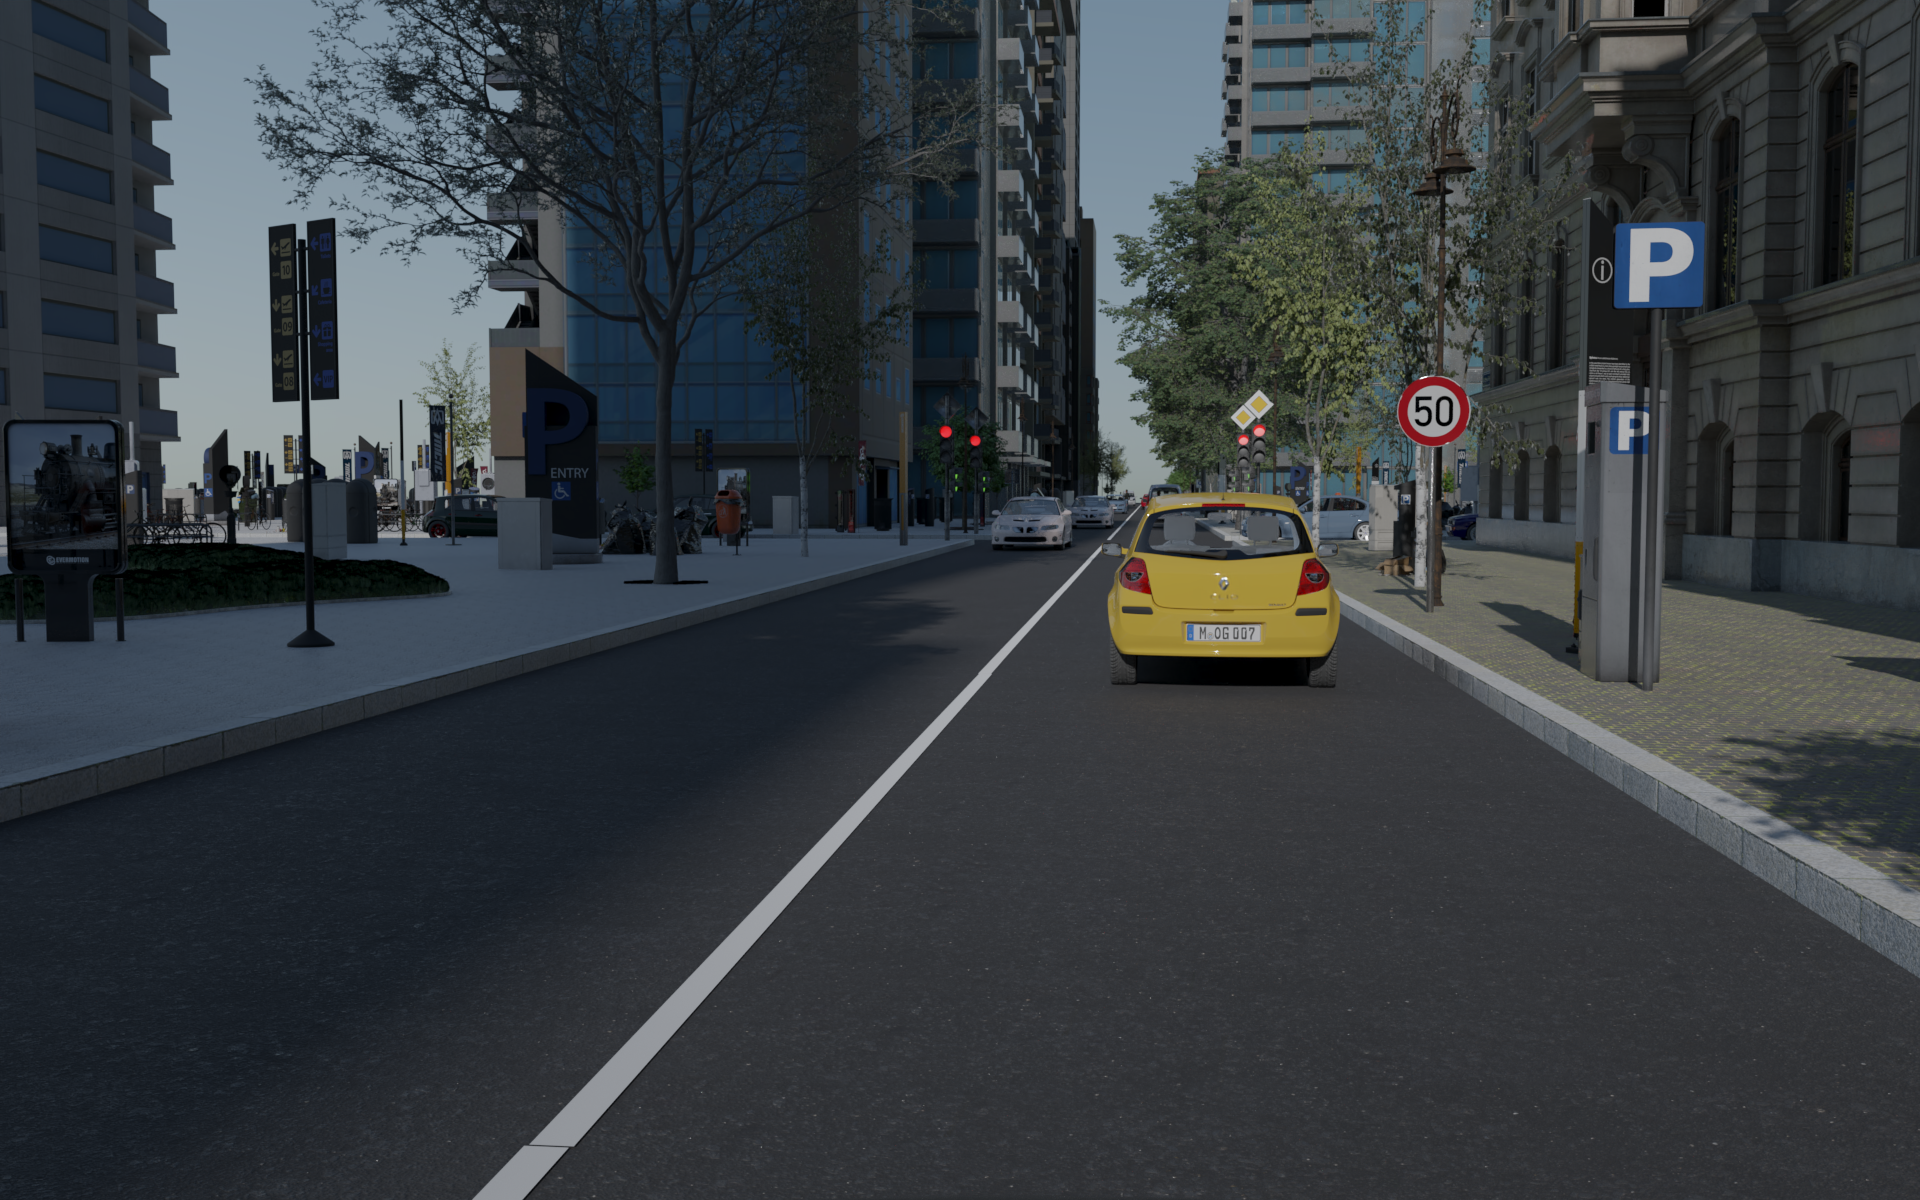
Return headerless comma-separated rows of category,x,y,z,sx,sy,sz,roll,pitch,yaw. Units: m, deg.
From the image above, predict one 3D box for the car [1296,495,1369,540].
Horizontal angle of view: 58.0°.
car,10.514,-2.369,50.741,4.499,1.417,2.014,0,4,7

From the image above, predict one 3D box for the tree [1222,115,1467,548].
tree,7.407,-5.154,34.636,4.737,8.622,4.395,0,3,0

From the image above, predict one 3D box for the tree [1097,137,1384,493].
tree,10.078,-9.483,61.699,9.857,13.997,8.962,0,3,0

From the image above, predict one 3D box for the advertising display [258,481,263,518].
advertising display,-34.996,-4.982,86.674,0.123,1.923,0.974,-1,4,-19

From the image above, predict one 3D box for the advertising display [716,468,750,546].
advertising display,-5.586,-2.293,42.706,0.974,1.923,0.123,2,4,32

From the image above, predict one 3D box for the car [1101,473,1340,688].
car,2.148,-0.251,14.320,2.015,1.641,3.980,0,4,8

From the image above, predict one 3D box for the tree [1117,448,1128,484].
tree,23.932,-19.530,269.673,4.737,8.622,4.395,0,3,0

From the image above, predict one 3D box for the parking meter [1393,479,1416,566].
parking meter,7.685,-1.317,29.952,0.372,1.533,0.369,0,3,0

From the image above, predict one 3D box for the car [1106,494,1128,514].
car,11.196,-6.943,125.526,2.014,1.417,4.499,0,4,8

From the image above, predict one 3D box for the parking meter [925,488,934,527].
parking meter,-1.206,-3.672,68.450,0.372,1.533,0.369,0,3,0

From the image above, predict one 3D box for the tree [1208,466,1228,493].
tree,19.140,-11.104,131.917,4.360,8.622,3.978,0,3,0

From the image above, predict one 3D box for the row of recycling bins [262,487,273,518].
row of recycling bins,-37.984,-5.456,96.311,1.069,1.692,3.534,0,4,-6

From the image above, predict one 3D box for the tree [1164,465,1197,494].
tree,25.060,-12.910,194.793,4.285,4.588,4.351,0,3,0

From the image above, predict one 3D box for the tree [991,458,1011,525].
tree,1.005,-4.791,72.934,1.663,3.219,1.824,0,3,0

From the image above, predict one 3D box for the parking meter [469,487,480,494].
parking meter,-17.062,-3.209,60.877,0.372,1.533,0.369,0,3,0

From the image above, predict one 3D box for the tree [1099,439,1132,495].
tree,24.848,-21.606,287.662,8.767,10.594,7.601,3,5,42

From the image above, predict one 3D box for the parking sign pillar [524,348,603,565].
parking sign pillar,-7.372,-2.666,32.060,1.447,3.967,1.447,0,4,-5

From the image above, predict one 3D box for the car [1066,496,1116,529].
car,5.521,-3.705,72.931,2.083,1.381,4.827,0,4,7

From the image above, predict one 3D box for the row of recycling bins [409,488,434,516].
row of recycling bins,-31.419,-5.750,101.128,1.069,1.692,3.534,-2,4,-31

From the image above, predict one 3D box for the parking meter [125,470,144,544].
parking meter,-20.371,-2.261,42.673,0.399,1.863,0.255,0,4,8

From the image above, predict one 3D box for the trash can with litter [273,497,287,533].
trash can with litter,-22.210,-2.905,58.553,2.233,1.210,1.678,-1,4,-15

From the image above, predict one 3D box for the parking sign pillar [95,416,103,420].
parking sign pillar,-30.183,-4.389,60.231,1.447,3.967,1.447,1,4,22

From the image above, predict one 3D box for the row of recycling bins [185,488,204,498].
row of recycling bins,-54.399,-7.126,123.625,1.069,1.692,3.534,0,4,4

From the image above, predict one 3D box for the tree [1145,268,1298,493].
tree,12.752,-10.279,86.192,7.486,12.596,7.792,0,3,0

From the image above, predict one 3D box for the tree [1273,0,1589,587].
tree,6.340,-4.477,23.556,4.360,8.622,3.978,0,3,0

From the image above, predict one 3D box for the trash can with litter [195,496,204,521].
trash can with litter,-34.691,-4.169,79.221,2.233,1.210,1.678,1,4,9

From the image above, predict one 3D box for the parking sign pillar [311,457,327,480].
parking sign pillar,-42.878,-7.767,115.456,1.447,3.967,1.447,-3,5,-39

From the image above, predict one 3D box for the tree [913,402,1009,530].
tree,0.063,-4.778,61.833,4.285,4.588,4.351,0,3,0

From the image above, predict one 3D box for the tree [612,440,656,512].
tree,-11.401,-4.086,61.413,1.663,3.219,1.824,0,3,0

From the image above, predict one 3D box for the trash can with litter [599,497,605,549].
trash can with litter,-8.384,-1.828,40.938,1.678,1.210,2.233,0,4,-7

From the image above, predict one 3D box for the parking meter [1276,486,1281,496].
parking meter,21.403,-6.781,116.579,0.399,1.863,0.255,-1,4,-13

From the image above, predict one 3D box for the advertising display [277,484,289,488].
advertising display,-42.716,-6.386,109.622,0.974,1.923,0.123,0,4,-4

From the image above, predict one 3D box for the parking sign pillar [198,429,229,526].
parking sign pillar,-30.554,-5.056,71.134,1.447,3.967,1.447,0,4,5

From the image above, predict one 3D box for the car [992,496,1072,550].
car,1.940,-2.039,45.698,2.083,1.381,4.827,0,4,8

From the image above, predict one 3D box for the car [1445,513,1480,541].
car,15.964,-2.267,49.640,3.894,1.354,1.945,1,4,8

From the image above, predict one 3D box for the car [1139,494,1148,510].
car,17.635,-9.225,159.873,2.155,1.783,4.494,0,4,7

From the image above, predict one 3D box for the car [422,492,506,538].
car,-14.145,-2.607,52.415,4.222,1.686,2.009,0,4,5

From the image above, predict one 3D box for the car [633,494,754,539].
car,-8.483,-2.677,53.550,4.222,1.686,2.009,0,4,8

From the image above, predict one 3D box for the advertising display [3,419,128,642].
advertising display,-7.748,-0.600,15.027,0.974,1.923,0.123,0,4,-3

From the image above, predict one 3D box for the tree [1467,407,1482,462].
tree,37.246,-10.486,121.805,4.737,8.622,4.395,0,3,0

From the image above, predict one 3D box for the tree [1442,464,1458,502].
tree,31.037,-7.047,109.811,1.663,3.219,1.824,0,3,0

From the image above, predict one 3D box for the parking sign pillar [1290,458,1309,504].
parking sign pillar,23.717,-8.107,121.018,1.447,3.967,1.447,3,5,39

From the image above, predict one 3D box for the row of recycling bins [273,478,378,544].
row of recycling bins,-16.633,-2.364,45.762,3.534,1.692,1.069,3,4,39

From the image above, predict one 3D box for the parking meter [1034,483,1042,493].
parking meter,4.162,-5.336,92.951,0.399,1.863,0.255,2,4,28

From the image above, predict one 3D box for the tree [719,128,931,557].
tree,-2.990,-5.178,35.023,4.360,8.622,3.978,0,3,0

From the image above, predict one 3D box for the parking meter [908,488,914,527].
parking meter,-1.994,-3.681,68.598,0.372,1.533,0.369,0,3,0

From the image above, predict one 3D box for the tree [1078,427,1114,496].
tree,14.781,-14.598,189.039,4.360,8.622,3.978,0,3,0

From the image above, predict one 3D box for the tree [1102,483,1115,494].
tree,21.640,-15.936,255.147,1.663,3.219,1.824,0,3,0

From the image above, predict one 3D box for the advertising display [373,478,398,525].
advertising display,-23.732,-4.061,71.603,0.974,1.923,0.123,-2,4,-28

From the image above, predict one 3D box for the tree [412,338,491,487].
tree,-23.757,-8.082,82.510,4.737,8.622,4.395,0,3,0

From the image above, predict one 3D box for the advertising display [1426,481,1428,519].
advertising display,23.797,-5.035,87.528,0.974,1.923,0.123,3,5,44

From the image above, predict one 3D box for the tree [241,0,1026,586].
tree,-4.243,-6.981,24.517,12.009,13.543,11.850,0,3,0

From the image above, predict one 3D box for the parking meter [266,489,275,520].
parking meter,-33.836,-4.683,84.975,0.372,1.533,0.369,0,3,0

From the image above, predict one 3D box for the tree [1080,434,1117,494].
tree,15.856,-15.665,206.479,4.737,8.622,4.395,0,3,0

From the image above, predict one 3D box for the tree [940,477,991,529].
tree,0.087,-4.284,64.638,1.663,3.219,1.824,0,3,0

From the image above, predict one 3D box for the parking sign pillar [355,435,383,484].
parking sign pillar,-26.968,-5.540,79.059,1.447,3.967,1.447,2,4,23

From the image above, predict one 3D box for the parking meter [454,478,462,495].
parking meter,-17.992,-3.432,61.830,0.399,1.863,0.255,-3,5,-42

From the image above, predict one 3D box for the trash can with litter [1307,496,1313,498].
trash can with litter,17.890,-4.687,88.024,0.624,1.170,1.055,2,4,25

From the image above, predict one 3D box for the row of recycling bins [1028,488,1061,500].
row of recycling bins,5.251,-6.862,119.307,3.534,1.692,1.069,1,4,19
